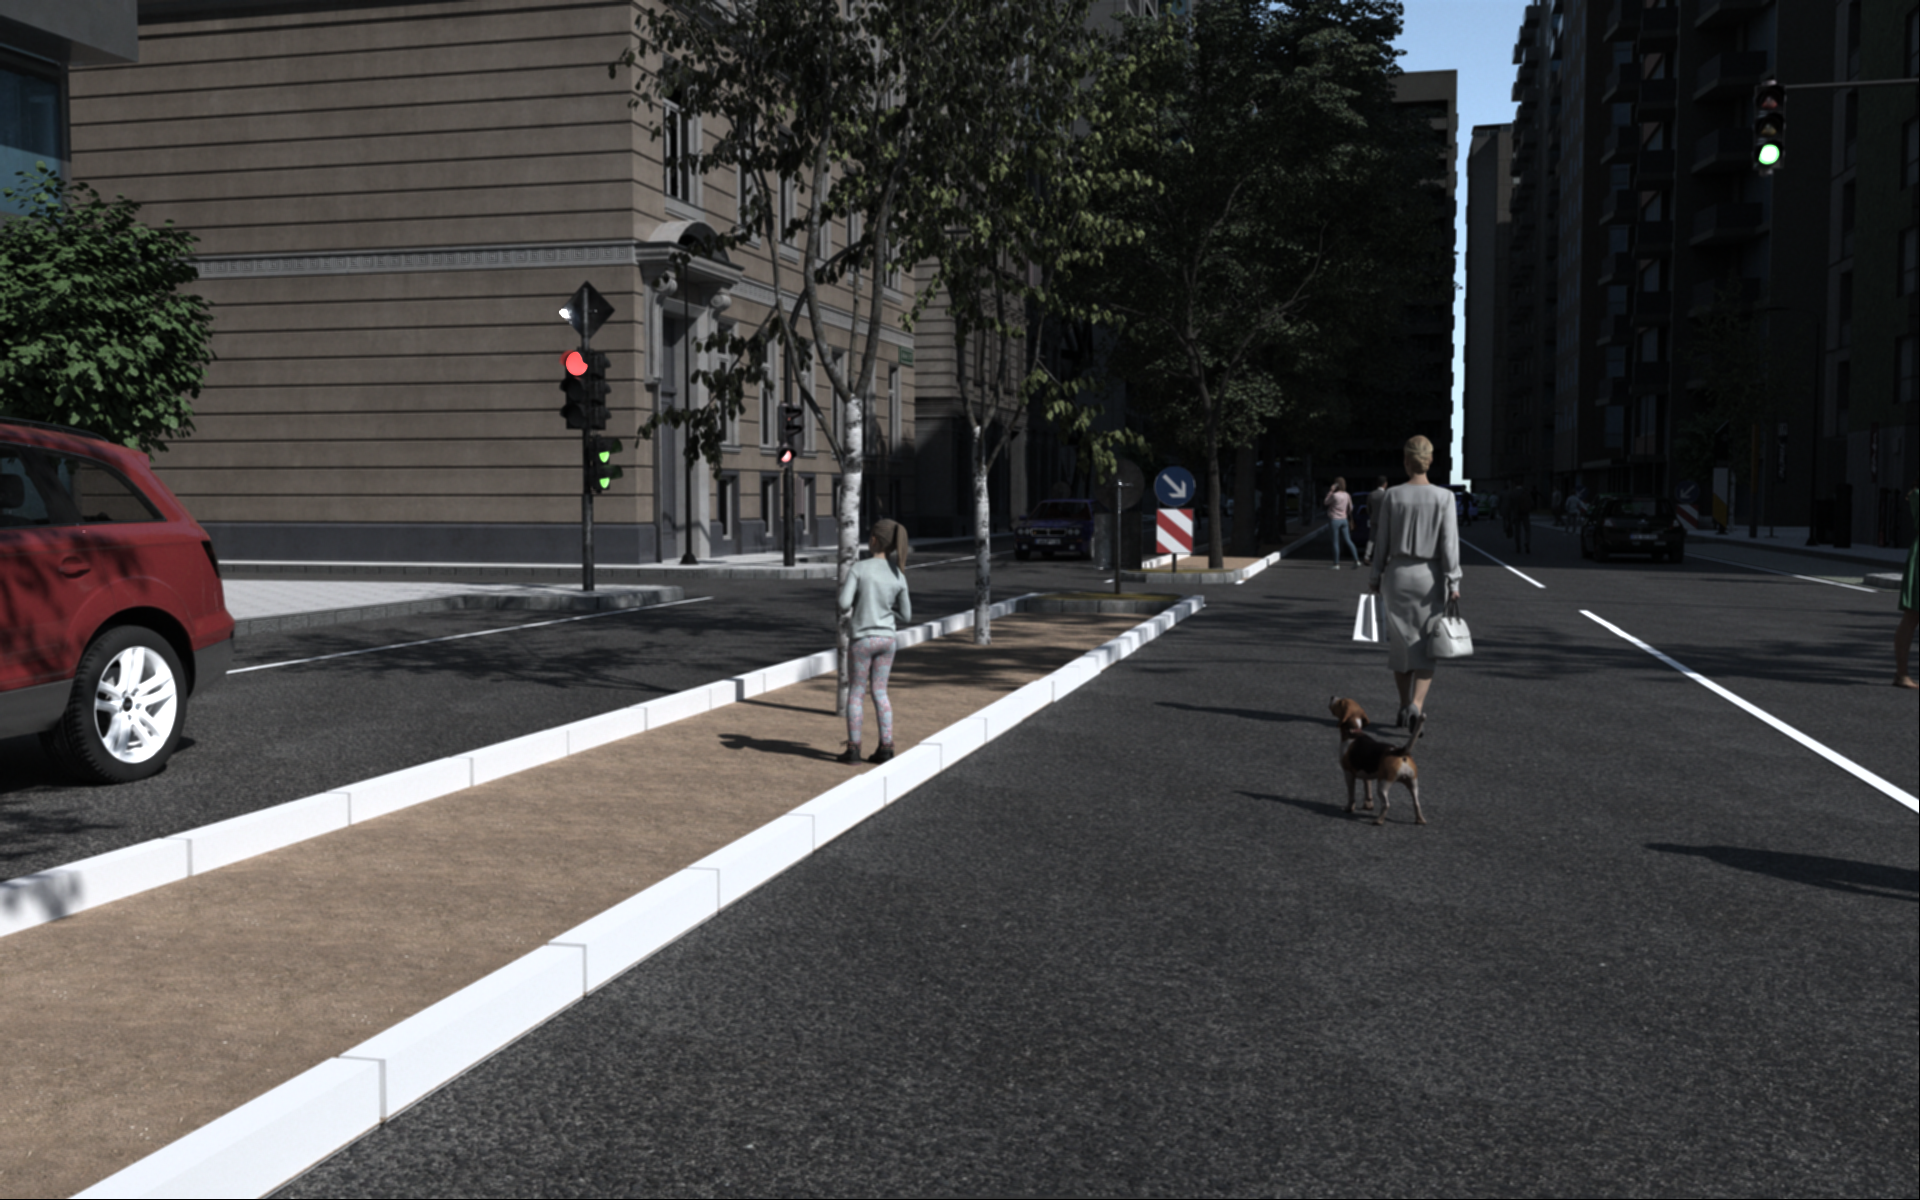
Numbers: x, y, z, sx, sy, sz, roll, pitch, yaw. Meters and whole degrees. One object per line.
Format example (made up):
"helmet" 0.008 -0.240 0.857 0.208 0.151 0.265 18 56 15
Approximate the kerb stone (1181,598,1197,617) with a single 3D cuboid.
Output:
"kerb stone" 2.651 0.110 20.399 0.120 0.150 1.000 1 4 14

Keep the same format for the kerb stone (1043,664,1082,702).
"kerb stone" 0.711 0.602 12.420 0.120 0.150 1.000 1 4 14

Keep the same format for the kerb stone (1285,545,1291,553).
"kerb stone" 7.644 -1.136 40.817 0.120 0.150 1.000 1 4 14

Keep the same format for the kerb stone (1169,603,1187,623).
"kerb stone" 2.400 0.171 19.408 0.120 0.150 1.000 1 4 14

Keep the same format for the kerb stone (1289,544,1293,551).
"kerb stone" 7.879 -1.200 41.812 0.120 0.150 1.000 1 4 14

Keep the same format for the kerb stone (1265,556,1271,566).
"kerb stone" 5.928 -0.712 33.842 0.120 0.150 1.000 1 4 14

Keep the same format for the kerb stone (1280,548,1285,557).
"kerb stone" 7.146 -1.017 38.819 0.120 0.150 1.000 1 4 14

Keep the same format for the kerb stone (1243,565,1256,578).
"kerb stone" 4.960 -0.469 29.863 0.120 0.150 1.000 1 4 14

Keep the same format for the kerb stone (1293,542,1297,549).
"kerb stone" 8.373 -1.314 43.802 0.120 0.150 1.000 1 4 14

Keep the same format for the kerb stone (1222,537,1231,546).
"kerb stone" 7.555 -1.655 49.300 0.120 0.150 1.000 1 4 14

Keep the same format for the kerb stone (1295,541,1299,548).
"kerb stone" 8.614 -1.382 44.795 0.120 0.150 1.000 1 4 14

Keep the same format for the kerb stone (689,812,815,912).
"kerb stone" -0.763 0.964 6.431 0.120 0.150 1.000 1 4 14

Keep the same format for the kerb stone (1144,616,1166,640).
"kerb stone" 1.921 0.293 17.403 0.120 0.150 1.000 1 4 14

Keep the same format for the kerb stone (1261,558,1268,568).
"kerb stone" 5.696 -0.651 32.846 0.120 0.150 1.000 1 4 14

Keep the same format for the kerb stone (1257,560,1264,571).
"kerb stone" 5.447 -0.591 31.853 0.120 0.150 1.000 1 4 14

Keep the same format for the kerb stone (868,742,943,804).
"kerb stone" -0.278 0.852 8.429 0.120 0.150 1.000 1 4 14

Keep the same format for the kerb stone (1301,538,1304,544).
"kerb stone" 9.341 -1.565 47.780 0.120 0.150 1.000 1 4 14

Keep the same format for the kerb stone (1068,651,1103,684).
"kerb stone" 0.952 0.538 13.414 0.120 0.150 1.000 1 4 14

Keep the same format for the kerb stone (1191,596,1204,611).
"kerb stone" 2.901 0.051 21.409 0.120 0.150 1.000 1 4 14

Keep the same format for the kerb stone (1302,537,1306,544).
"kerb stone" 9.584 -1.626 48.778 0.120 0.150 1.000 1 4 14

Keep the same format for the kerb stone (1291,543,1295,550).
"kerb stone" 8.121 -1.261 42.810 0.120 0.150 1.000 1 4 14

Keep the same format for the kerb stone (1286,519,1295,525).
"kerb stone" 16.073 -3.791 84.185 0.120 0.150 1.000 1 4 14

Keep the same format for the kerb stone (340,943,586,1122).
"kerb stone" -1.247 1.090 4.446 0.120 0.150 1.000 1 4 14

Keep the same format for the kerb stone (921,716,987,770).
"kerb stone" -0.034 0.781 9.421 0.120 0.150 1.000 1 4 14

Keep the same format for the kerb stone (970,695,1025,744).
"kerb stone" 0.213 0.720 10.422 0.120 0.150 1.000 1 4 14

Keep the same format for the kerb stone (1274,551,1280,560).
"kerb stone" 6.669 -0.894 36.818 0.120 0.150 1.000 1 4 14

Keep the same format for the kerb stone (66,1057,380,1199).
"kerb stone" -1.491 1.147 3.450 0.120 0.150 1.000 1 4 14

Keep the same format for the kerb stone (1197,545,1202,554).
"kerb stone" 5.601 -1.170 41.330 0.120 0.150 1.000 1 4 14

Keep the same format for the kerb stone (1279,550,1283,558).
"kerb stone" 6.910 -0.956 37.824 0.120 0.150 1.000 1 4 14

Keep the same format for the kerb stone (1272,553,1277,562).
"kerb stone" 6.413 -0.832 35.828 0.120 0.150 1.000 1 4 14

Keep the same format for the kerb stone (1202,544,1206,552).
"kerb stone" 5.850 -1.231 42.325 0.120 0.150 1.000 1 4 14

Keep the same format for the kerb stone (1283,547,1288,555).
"kerb stone" 7.401 -1.072 39.809 0.120 0.150 1.000 1 4 14

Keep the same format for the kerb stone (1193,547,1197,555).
"kerb stone" 5.356 -1.105 40.320 0.120 0.150 1.000 1 4 14

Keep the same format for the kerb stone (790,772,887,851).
"kerb stone" -0.523 0.903 7.428 0.120 0.150 1.000 1 4 14

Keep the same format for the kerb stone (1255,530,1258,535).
"kerb stone" 10.969 -2.511 63.255 0.120 0.150 1.000 1 4 14

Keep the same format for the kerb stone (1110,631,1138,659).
"kerb stone" 1.434 0.416 15.400 0.120 0.150 1.000 1 4 14

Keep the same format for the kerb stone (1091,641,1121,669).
"kerb stone" 1.183 0.477 14.410 0.120 0.150 1.000 1 4 14

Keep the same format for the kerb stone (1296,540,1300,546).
"kerb stone" 8.848 -1.443 45.790 0.120 0.150 1.000 1 4 14

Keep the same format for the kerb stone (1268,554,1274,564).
"kerb stone" 6.177 -0.773 34.833 0.120 0.150 1.000 1 4 14

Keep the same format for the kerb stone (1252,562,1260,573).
"kerb stone" 5.205 -0.530 30.856 0.120 0.150 1.000 1 4 14

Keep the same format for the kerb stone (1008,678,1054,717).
"kerb stone" 0.452 0.660 11.431 0.120 0.150 1.000 1 4 14

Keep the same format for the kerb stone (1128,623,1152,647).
"kerb stone" 1.671 0.354 16.401 0.120 0.150 1.000 1 4 14

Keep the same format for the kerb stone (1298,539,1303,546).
"kerb stone" 9.100 -1.504 46.786 0.120 0.150 1.000 1 4 14

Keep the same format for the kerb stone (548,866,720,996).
"kerb stone" -1.004 1.025 5.438 0.120 0.150 1.000 1 4 14

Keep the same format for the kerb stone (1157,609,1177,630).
"kerb stone" 2.164 0.234 18.400 0.120 0.150 1.000 1 4 14

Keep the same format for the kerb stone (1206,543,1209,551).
"kerb stone" 6.092 -1.292 43.319 0.120 0.150 1.000 1 4 14
